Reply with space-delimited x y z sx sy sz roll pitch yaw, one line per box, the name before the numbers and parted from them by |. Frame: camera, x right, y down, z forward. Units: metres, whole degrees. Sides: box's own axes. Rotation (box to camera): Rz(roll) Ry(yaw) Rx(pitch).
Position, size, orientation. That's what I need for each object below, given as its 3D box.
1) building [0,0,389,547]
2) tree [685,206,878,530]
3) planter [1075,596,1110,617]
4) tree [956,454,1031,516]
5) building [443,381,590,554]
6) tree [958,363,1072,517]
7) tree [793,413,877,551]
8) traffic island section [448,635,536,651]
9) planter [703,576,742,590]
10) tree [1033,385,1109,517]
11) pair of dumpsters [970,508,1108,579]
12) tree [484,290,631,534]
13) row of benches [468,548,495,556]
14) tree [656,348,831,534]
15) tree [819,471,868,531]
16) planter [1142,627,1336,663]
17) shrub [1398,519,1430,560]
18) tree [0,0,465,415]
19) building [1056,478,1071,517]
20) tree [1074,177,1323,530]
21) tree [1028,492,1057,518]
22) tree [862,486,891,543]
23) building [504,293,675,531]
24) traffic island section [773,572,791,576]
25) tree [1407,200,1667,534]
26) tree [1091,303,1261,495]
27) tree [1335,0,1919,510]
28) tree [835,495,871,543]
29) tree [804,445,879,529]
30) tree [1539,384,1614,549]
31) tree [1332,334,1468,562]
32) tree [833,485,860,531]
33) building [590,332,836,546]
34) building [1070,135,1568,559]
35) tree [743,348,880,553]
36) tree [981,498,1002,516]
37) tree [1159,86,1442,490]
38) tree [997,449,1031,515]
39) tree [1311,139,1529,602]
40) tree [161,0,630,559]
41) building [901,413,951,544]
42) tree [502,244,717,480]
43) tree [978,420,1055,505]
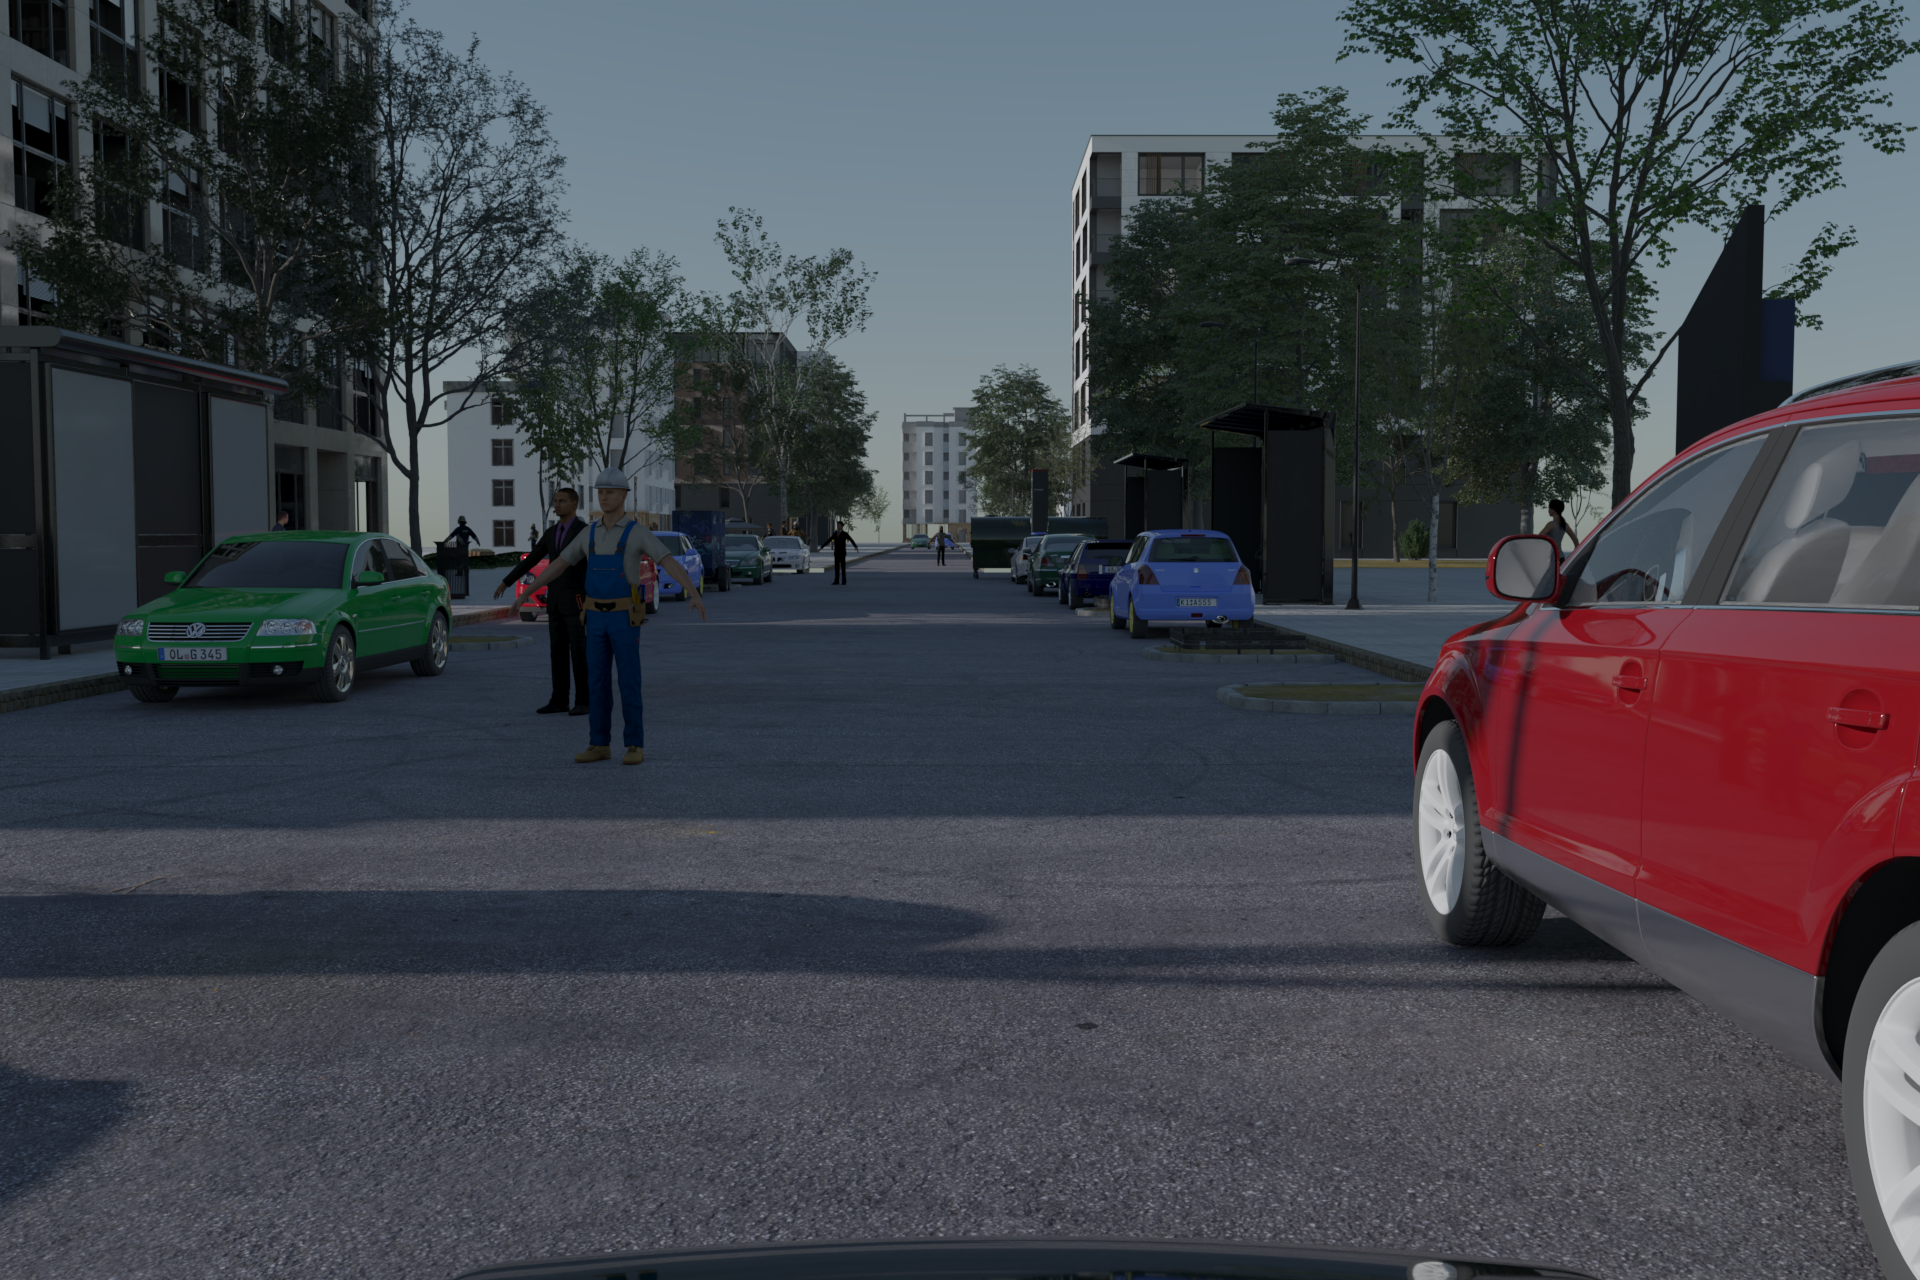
building | -30.637 -14.896 46.752 19.351 26.588 34.151 0 4 -1
tree | -11.981 -15.104 102.837 12.611 20.169 13.585 0 3 0
planter | 3.077 -0.597 30.901 1.991 0.319 1.994 0 4 -1
tree | 4.109 -14.412 170.048 8.767 10.594 7.601 -1 4 -23
building | -27.797 -10.209 109.068 9.099 9.664 28.070 0 4 -1
tree | 4.743 -13.569 128.511 9.857 13.997 8.962 0 3 0
tree | -10.197 -12.224 134.281 8.767 10.594 7.601 3 4 37
traffic island section | -6.548 0.043 22.170 1.991 0.108 1.994 0 4 0
planter | -6.798 -1.497 45.620 1.991 0.319 1.994 0 4 -1
tree | 5.317 -8.276 85.677 4.360 8.622 3.978 0 3 0
pair of dumpsters | 2.528 -3.099 55.626 4.436 2.255 1.574 0 3 0
tree | -12.369 -6.241 52.408 4.737 8.622 4.395 0 3 0
row of benches | -20.567 -3.603 74.369 1.422 0.672 4.104 -1 4 -22
tree | -10.595 -9.298 86.434 8.767 10.594 7.601 -2 4 -26
tree | -10.097 -11.944 145.654 4.737 8.622 4.395 0 3 0
planter | 3.164 0.058 20.199 1.991 0.319 1.994 0 4 -1
shrub | 22.321 -4.944 84.872 1.661 2.075 1.752 0 3 0
tree | -12.292 -5.791 29.089 8.767 10.594 7.601 1 4 14
building | 18.266 -17.713 231.759 9.099 9.664 28.070 0 4 -1
tree | 8.584 -9.517 62.262 9.857 13.997 8.962 0 3 0
tree | 13.906 -20.921 260.184 7.486 12.596 7.792 0 3 0
tree | -12.231 -18.701 256.117 4.737 8.622 4.395 0 3 0
building | -29.472 -17.132 136.523 16.016 20.090 11.380 0 4 -1
traffic island section | -6.914 -2.291 60.317 1.991 0.108 1.994 0 3 0
tree | 21.652 -9.753 66.115 9.857 13.997 8.962 0 3 0
tree | 9.717 -9.124 74.940 9.928 11.665 9.643 0 3 0
tree | 8.812 -5.952 23.064 9.928 11.665 9.643 0 3 0
tree | -16.737 -20.088 262.856 7.601 10.594 8.767 1 4 9
tree | -10.674 -13.447 154.267 7.601 10.594 8.767 3 5 42
tree | 27.605 -7.769 77.390 4.360 8.622 3.978 0 3 0
tree | 19.526 -8.811 78.470 7.601 10.594 8.767 1 4 16
tree | -11.086 -12.979 162.573 4.737 8.622 4.395 0 3 0
building | -28.645 -21.246 191.344 27.936 21.610 32.646 0 4 -1
building | 20.551 -15.986 105.343 27.936 21.610 32.646 0 4 0
tree | -10.178 -13.063 120.242 9.857 13.997 8.962 0 3 0
tree | 5.145 -18.729 256.572 4.737 8.622 4.395 0 3 0
tree | 8.704 -7.725 44.423 7.486 12.596 7.792 0 3 0
tree | 4.802 -11.714 141.878 4.360 8.622 3.978 0 3 0
tree | 9.008 -5.025 32.518 4.360 8.622 3.978 0 3 0
tree | -12.695 -7.907 39.655 12.009 13.543 11.850 0 3 0
building | -8.465 -24.598 261.058 11.380 20.090 16.016 0 4 -8
tree | -12.664 -8.390 62.939 9.928 11.665 9.643 0 3 0
tree | 5.181 -14.057 155.593 9.928 11.665 9.643 0 3 0
